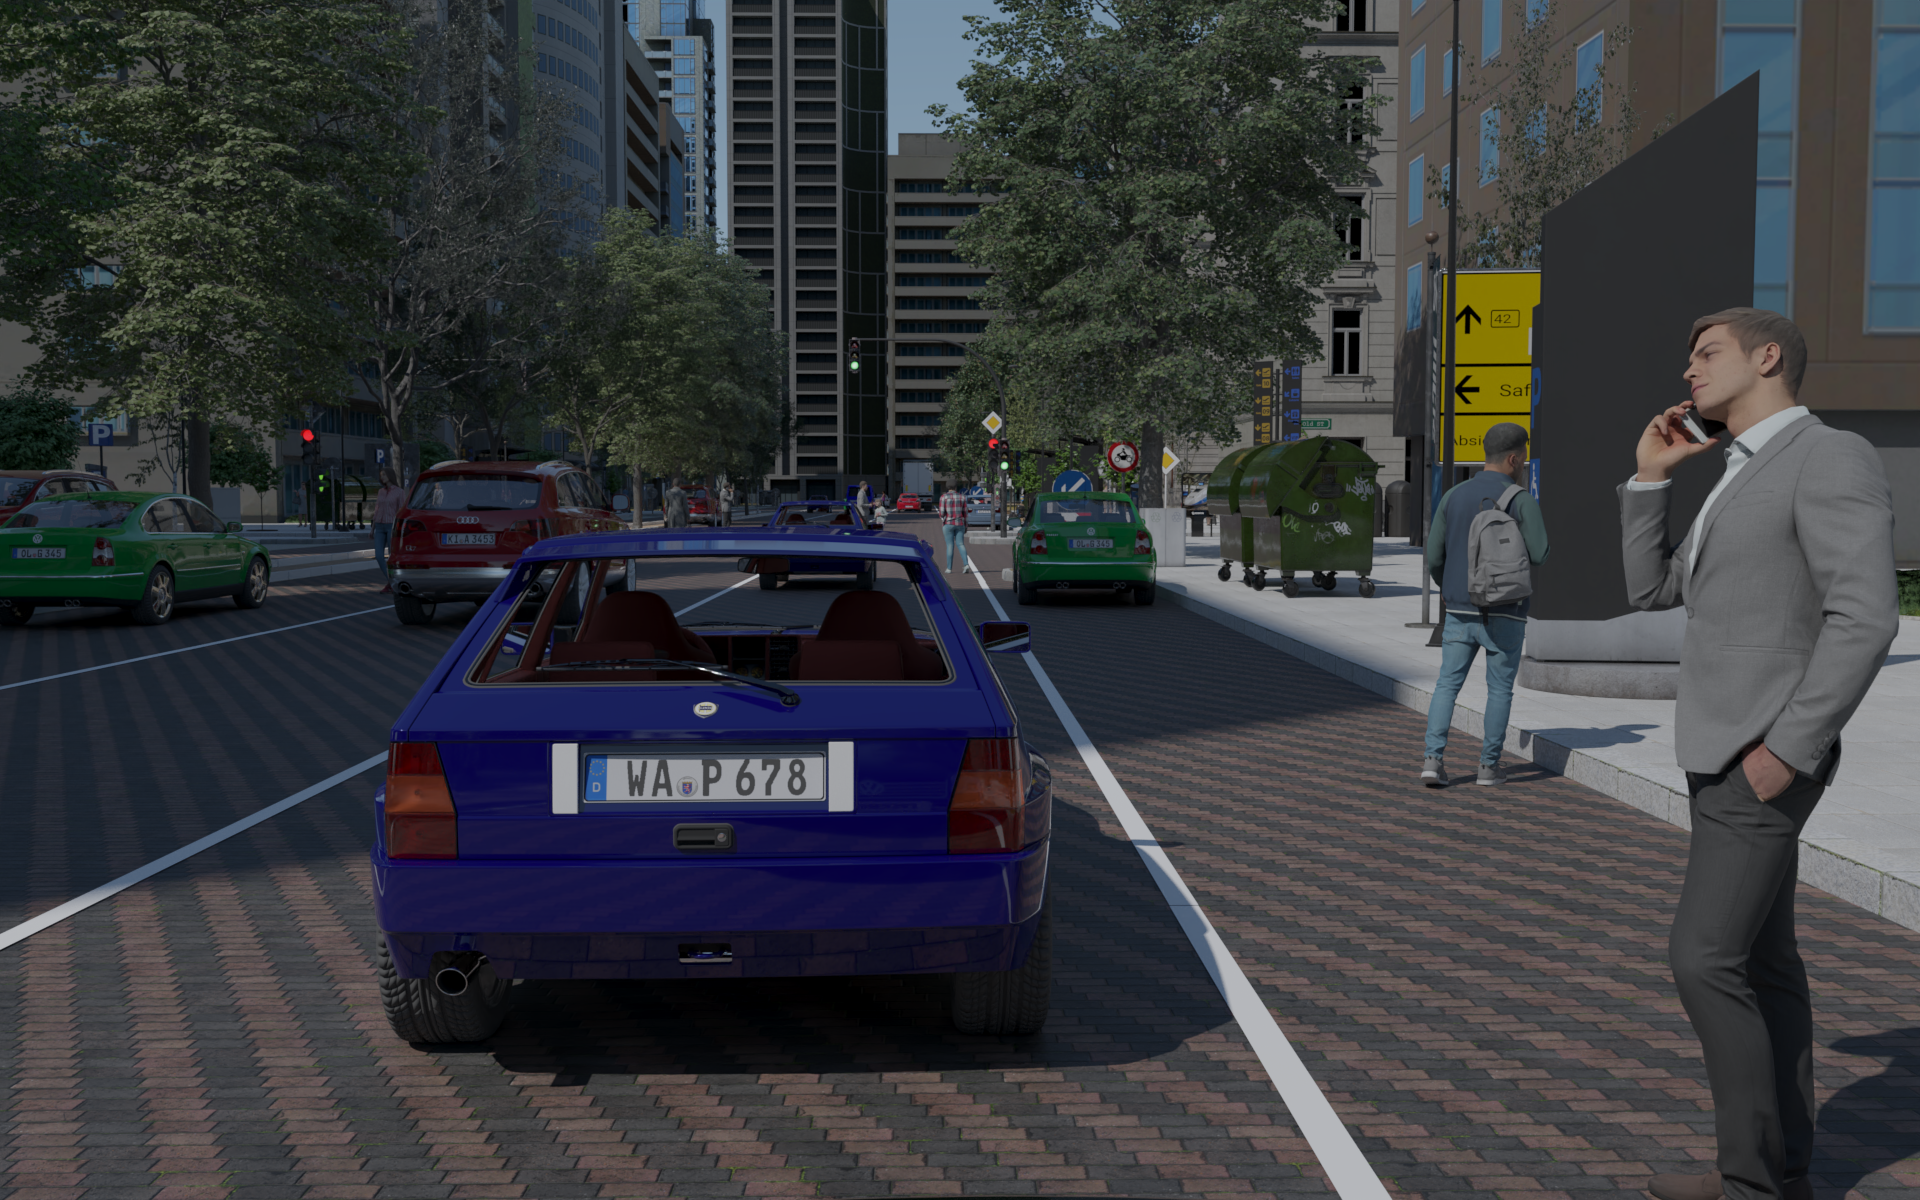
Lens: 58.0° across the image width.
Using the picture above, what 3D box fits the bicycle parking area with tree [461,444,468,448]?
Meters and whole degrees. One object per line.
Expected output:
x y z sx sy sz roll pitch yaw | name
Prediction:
-31.156 -6.937 100.414 8.231 4.147 9.016 1 4 18 | bicycle parking area with tree

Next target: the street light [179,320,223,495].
-20.234 -4.512 46.305 1.470 5.913 1.316 0 4 -1 | street light

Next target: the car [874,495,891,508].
-8.063 -10.008 175.984 2.083 1.381 4.827 0 4 -2 | car

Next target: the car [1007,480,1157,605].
1.635 -0.916 23.771 1.959 1.807 4.718 0 4 0 | car

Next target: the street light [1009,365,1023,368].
2.448 -5.499 62.452 1.470 5.913 1.316 0 4 -1 | street light

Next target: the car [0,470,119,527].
-14.683 -1.107 26.772 2.281 1.827 5.304 0 4 0 | car

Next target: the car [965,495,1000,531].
0.768 -3.337 66.564 2.014 1.417 4.499 0 4 -3 | car

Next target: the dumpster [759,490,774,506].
-21.394 -11.253 192.193 1.865 1.857 1.264 0 4 1 | dumpster

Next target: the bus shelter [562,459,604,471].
-22.913 -6.736 104.065 2.014 3.302 5.546 0 4 -1 | bus shelter

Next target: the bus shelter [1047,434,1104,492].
4.698 -4.798 69.726 1.731 3.624 6.357 0 4 -1 | bus shelter

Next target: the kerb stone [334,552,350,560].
-13.487 -0.934 37.509 0.120 0.150 1.000 0 4 -1 | kerb stone

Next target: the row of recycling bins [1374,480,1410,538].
11.733 -2.715 51.497 3.534 1.692 1.069 0 4 2 | row of recycling bins

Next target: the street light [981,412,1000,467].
1.913 -7.672 97.984 1.470 5.913 1.316 0 4 -1 | street light

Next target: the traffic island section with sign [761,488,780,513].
-14.247 -7.657 133.335 2.006 1.907 1.989 0 4 -1 | traffic island section with sign

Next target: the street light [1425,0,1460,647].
3.552 -2.561 14.421 1.470 5.913 1.316 0 4 -1 | street light

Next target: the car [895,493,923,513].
-3.859 -7.458 130.973 2.155 1.783 4.494 0 4 -2 | car

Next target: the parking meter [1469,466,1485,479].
6.404 -0.956 21.339 0.255 1.863 0.399 1 4 14 | parking meter

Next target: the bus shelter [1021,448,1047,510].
4.279 -6.132 91.541 1.731 3.624 6.357 0 4 -1 | bus shelter

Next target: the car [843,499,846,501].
-7.596 -7.238 127.129 1.959 1.807 4.718 0 4 -2 | car

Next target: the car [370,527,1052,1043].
-0.685 0.409 5.901 1.945 1.354 3.894 0 4 -3 | car

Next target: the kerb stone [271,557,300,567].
-13.421 -0.742 34.430 0.120 0.150 1.000 0 4 -1 | kerb stone

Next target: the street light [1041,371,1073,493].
2.713 -4.771 50.546 1.470 5.913 1.316 0 4 -1 | street light

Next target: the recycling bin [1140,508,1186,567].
3.588 -1.110 30.700 0.722 1.027 0.722 0 4 -3 | recycling bin

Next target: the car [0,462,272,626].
-9.627 -0.701 20.260 1.959 1.807 4.718 0 4 -1 | car

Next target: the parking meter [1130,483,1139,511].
4.159 -1.961 40.475 0.372 1.533 0.369 0 3 0 | parking meter

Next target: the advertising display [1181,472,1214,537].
7.094 -2.844 51.716 0.974 1.923 0.123 0 4 -2 | advertising display

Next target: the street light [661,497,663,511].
-21.800 -9.629 129.976 1.470 5.913 1.316 0 4 -1 | street light

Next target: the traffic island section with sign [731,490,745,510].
-20.597 -9.275 160.275 1.989 1.847 2.006 0 4 -1 | traffic island section with sign

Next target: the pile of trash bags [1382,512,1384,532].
12.916 -3.034 59.364 3.447 1.369 1.912 1 4 23 | pile of trash bags

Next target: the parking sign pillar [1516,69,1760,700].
4.453 -1.401 11.376 1.447 3.967 1.447 0 4 8 | parking sign pillar

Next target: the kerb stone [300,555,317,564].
-13.449 -0.811 35.457 0.120 0.150 1.000 0 4 -1 | kerb stone

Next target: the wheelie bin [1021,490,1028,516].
3.931 -5.518 98.125 0.980 1.594 0.693 -2 4 -33 | wheelie bin

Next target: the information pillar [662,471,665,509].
-22.075 -8.422 129.048 0.183 3.616 0.504 -2 4 -24 | information pillar

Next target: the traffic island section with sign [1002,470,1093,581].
1.720 -1.251 29.089 1.989 1.847 2.006 0 4 -1 | traffic island section with sign

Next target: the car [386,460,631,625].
-5.177 -0.728 20.572 2.281 1.827 5.304 0 4 -1 | car

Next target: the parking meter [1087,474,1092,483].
3.563 -2.690 49.700 0.399 1.863 0.255 0 4 -3 | parking meter

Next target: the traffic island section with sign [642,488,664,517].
-19.661 -6.242 110.688 1.989 1.847 2.006 0 4 -1 | traffic island section with sign

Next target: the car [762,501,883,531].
-2.190 -0.901 27.310 1.945 1.354 3.894 0 4 -2 | car

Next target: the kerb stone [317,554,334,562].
-13.471 -0.872 36.485 0.120 0.150 1.000 0 4 -1 | kerb stone

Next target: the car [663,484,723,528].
-10.679 -3.725 69.570 2.281 1.827 5.304 0 4 -3 | car

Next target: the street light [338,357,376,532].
-20.349 -5.262 58.579 1.470 5.913 1.316 0 4 -1 | street light

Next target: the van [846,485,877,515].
-6.977 -7.169 121.597 2.240 2.365 5.245 0 4 -2 | van

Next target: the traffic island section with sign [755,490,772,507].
-21.099 -10.923 187.225 1.989 1.847 2.006 0 4 -1 | traffic island section with sign

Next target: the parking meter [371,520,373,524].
-22.862 -3.628 67.737 0.372 1.533 0.369 0 3 0 | parking meter

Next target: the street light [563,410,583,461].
-21.071 -7.456 94.448 1.470 5.913 1.316 0 4 -1 | street light

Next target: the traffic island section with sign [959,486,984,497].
0.686 -4.574 83.408 1.989 1.847 2.006 0 4 -1 | traffic island section with sign

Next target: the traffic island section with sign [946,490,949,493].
0.177 -6.222 110.358 1.989 1.847 2.006 0 4 -1 | traffic island section with sign

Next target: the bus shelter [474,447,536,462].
-23.501 -6.020 89.704 1.731 3.624 6.357 0 4 -1 | bus shelter

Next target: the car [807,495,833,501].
-10.630 -7.260 131.289 1.945 1.354 3.894 0 4 0 | car

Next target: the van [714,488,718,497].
-17.575 -6.859 119.158 2.013 2.044 4.112 0 4 -2 | van
